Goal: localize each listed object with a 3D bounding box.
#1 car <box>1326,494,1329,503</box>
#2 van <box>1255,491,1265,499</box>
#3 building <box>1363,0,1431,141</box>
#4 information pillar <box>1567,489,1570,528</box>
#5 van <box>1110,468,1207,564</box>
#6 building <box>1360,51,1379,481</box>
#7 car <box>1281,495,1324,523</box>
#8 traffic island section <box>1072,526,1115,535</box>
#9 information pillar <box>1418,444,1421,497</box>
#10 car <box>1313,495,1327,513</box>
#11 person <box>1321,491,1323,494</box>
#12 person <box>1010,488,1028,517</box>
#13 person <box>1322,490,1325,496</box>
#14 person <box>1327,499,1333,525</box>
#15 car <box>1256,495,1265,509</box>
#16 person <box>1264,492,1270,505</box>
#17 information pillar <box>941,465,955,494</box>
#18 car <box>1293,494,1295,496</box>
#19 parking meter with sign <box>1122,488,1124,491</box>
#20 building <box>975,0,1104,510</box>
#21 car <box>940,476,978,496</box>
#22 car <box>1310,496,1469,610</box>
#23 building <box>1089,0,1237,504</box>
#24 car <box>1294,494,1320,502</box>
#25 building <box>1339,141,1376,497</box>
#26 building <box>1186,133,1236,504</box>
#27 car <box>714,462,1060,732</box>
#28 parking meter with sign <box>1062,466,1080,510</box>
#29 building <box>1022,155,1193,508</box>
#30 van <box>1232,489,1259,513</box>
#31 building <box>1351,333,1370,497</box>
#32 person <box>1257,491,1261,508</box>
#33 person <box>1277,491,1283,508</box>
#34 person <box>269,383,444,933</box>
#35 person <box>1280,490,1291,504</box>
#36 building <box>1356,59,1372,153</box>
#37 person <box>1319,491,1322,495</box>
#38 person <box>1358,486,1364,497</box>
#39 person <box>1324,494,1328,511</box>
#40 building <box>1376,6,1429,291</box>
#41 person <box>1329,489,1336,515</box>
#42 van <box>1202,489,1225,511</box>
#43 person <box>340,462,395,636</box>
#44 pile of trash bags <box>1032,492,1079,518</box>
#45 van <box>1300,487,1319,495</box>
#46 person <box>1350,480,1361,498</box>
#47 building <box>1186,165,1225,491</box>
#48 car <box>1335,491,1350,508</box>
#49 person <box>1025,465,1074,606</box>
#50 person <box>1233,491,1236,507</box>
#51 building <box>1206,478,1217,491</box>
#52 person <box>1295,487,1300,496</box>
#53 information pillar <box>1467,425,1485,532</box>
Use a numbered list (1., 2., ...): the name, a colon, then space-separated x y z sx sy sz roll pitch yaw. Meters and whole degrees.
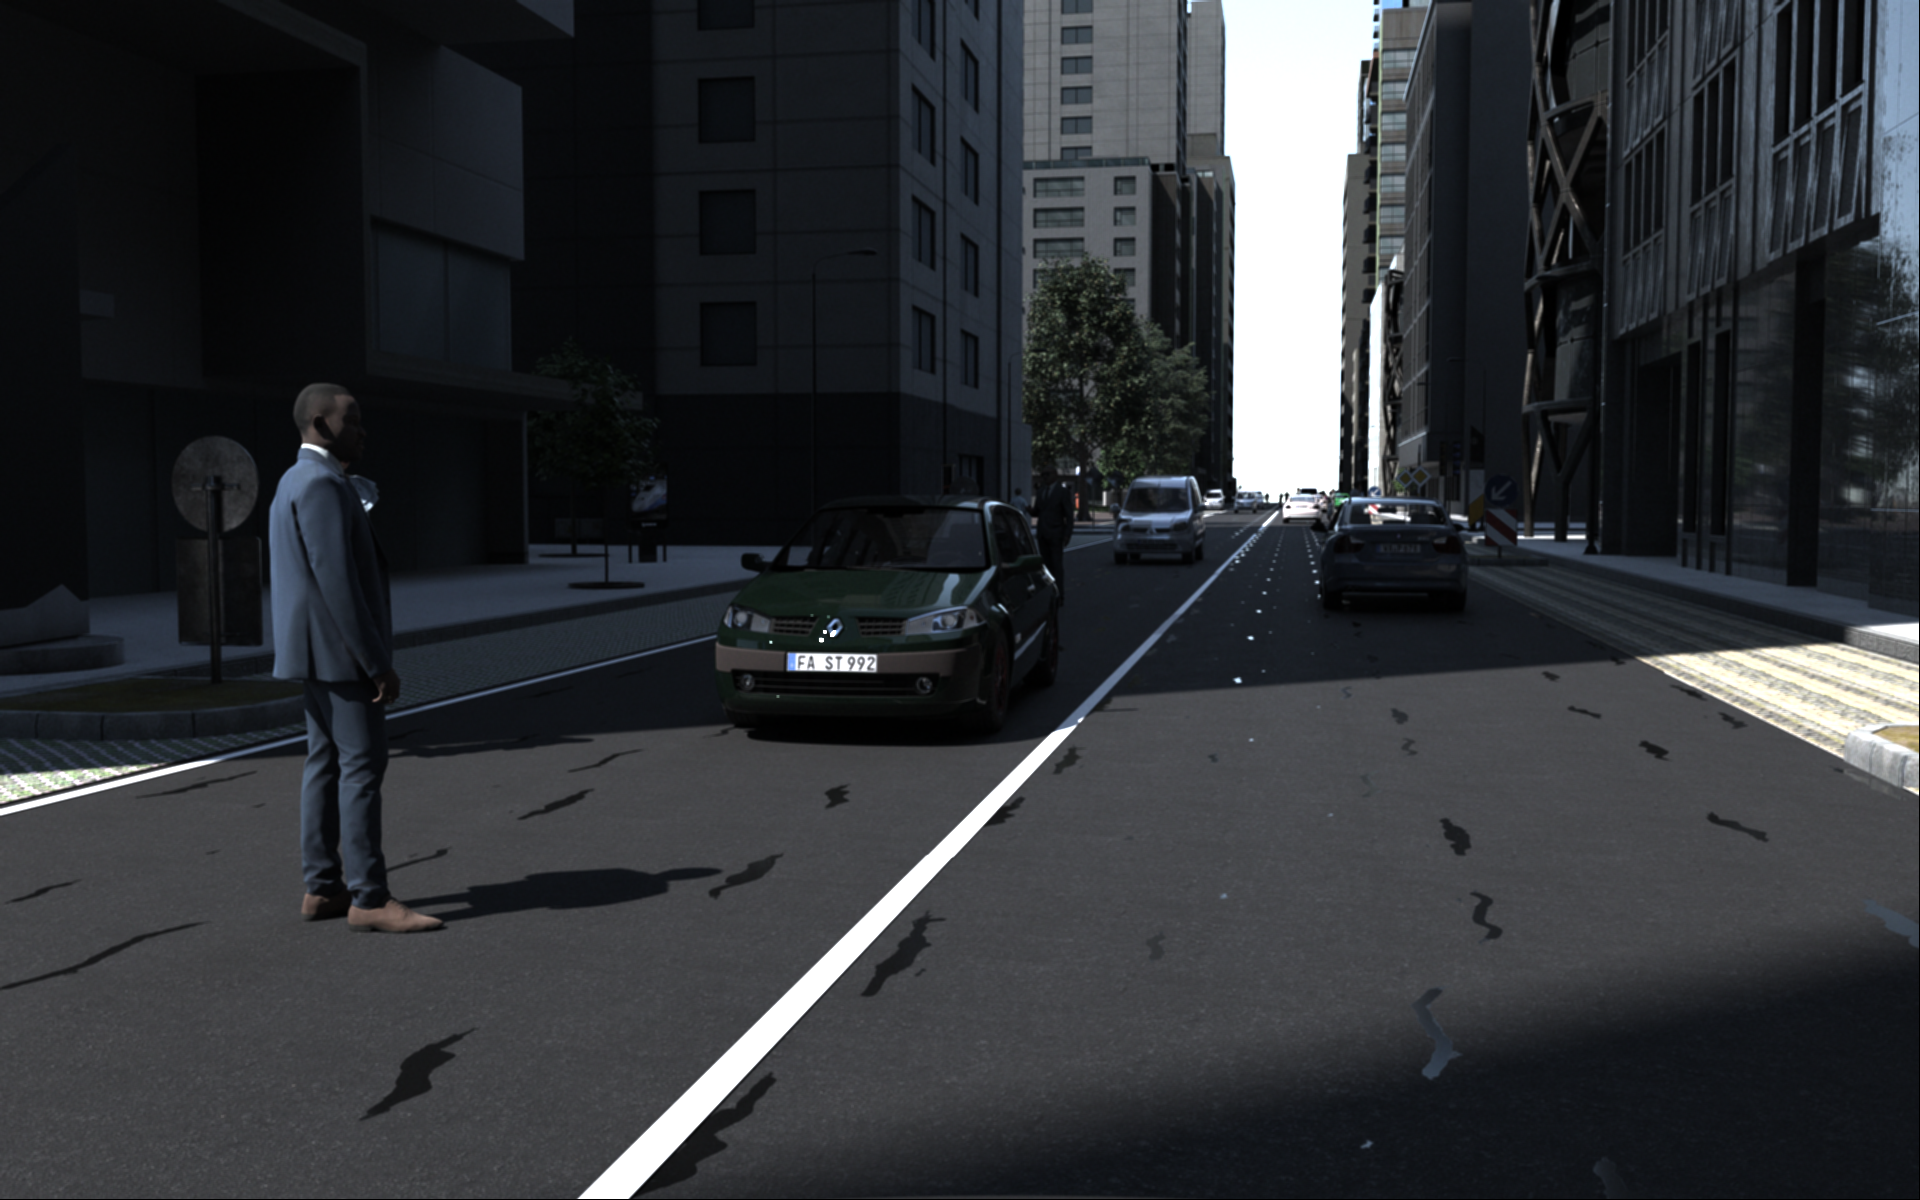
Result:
1. car: 53.500 -14.993 254.914 2.009 1.686 4.222 1 4 11
2. van: 35.811 -12.358 209.062 2.013 2.044 4.112 1 4 12
3. building: 68.944 -57.780 257.369 22.319 86.520 31.000 1 4 11
4. information pillar: 22.908 -3.741 65.662 0.304 2.012 0.304 -3 5 -40
5. van: 4.275 -1.826 36.859 2.013 2.044 4.112 1 4 12
6. building: 50.778 -31.457 168.941 22.147 44.769 28.867 1 4 11
7. car: 16.947 -4.487 85.725 2.083 1.381 4.827 1 4 12
8. traffic island section: 4.729 -2.410 61.686 2.009 0.180 2.903 1 4 11
9. information pillar: 21.580 -5.509 81.420 0.183 3.616 0.504 1 4 18
10. car: 27.327 -7.414 133.582 2.083 1.381 4.827 1 4 9
11. person: 43.044 -12.068 206.345 0.617 1.759 0.750 3 4 37
12. person: 1.612 -2.321 48.255 0.589 1.601 0.330 1 4 10
13. person: 33.835 -9.352 161.391 0.705 1.826 1.348 0 4 -5
14. person: 17.029 -4.030 79.402 0.382 1.210 0.505 -1 4 -12
15. car: 28.373 -9.453 166.924 2.083 1.381 4.827 1 4 10
16. person: 40.467 -13.406 228.237 0.990 1.755 0.434 3 5 43
17. information pillar: -0.291 -2.370 43.246 0.304 2.012 0.304 0 4 8
18. car: 36.122 -10.723 184.113 1.959 1.807 4.718 1 4 10
19. parking meter with sign: 13.093 -8.845 140.882 1.738 3.016 0.543 0 4 -6
20. building: 13.674 -44.646 168.208 20.563 71.187 20.611 1 4 11
21. car: -0.356 -0.573 19.162 2.009 1.686 4.222 1 4 13
22. car: 5.634 -0.659 22.784 2.014 1.417 4.499 1 4 11
23. building: 31.026 -50.133 257.928 20.563 71.187 20.611 1 4 11
24. car: 22.965 -6.360 115.787 2.131 1.459 4.920 1 4 11
25. building: 62.280 -37.226 232.341 21.300 48.544 21.600 1 4 11
26. building: 26.477 -37.539 237.463 21.300 48.544 21.600 1 4 11
27. car: -0.360 -0.122 11.787 2.009 1.686 4.222 1 4 10
28. parking meter with sign: 6.771 -6.880 108.744 1.738 3.016 0.543 -2 4 -30
29. building: 12.872 -23.244 151.742 14.160 30.474 14.107 1 4 11
30. van: 21.770 -7.645 132.003 2.013 2.044 4.112 1 4 11
31. building: 59.343 -21.549 197.362 27.650 21.520 28.899 1 4 11
32. person: 30.796 -10.377 178.879 0.721 1.743 1.217 -1 4 -19
33. person: 32.921 -10.343 178.411 0.742 1.727 0.445 2 4 25
34. person: -2.082 0.177 5.791 0.419 1.800 0.721 -3 5 -40
35. person: 32.972 -10.167 174.758 1.348 1.821 0.705 1 4 22
36. building: 73.054 -51.684 283.278 20.563 71.187 20.611 1 4 11
37. person: 40.715 -11.430 196.054 0.621 1.740 0.551 2 4 35
38. person: 15.723 -3.635 68.197 0.793 1.790 0.793 0 4 7
39. person: 31.857 -8.488 150.499 0.599 1.433 0.991 3 4 36
40. building: 42.867 -28.449 148.741 14.154 41.232 14.086 1 4 11
41. person: 25.472 -6.720 118.545 0.466 1.800 0.511 -1 4 -18
42. van: 21.791 -8.670 148.765 2.013 2.044 4.112 1 4 10
43. person: -3.408 -0.048 9.385 0.616 1.811 0.778 -3 4 -38
44. pile of trash bags: 5.492 -5.141 93.800 1.912 1.369 3.447 -3 5 -45
45. van: 35.611 -10.558 177.007 2.240 2.365 5.245 1 4 10
46. person: 11.719 -2.657 51.783 0.795 1.843 0.661 1 4 14
47. building: 24.622 -32.214 210.285 14.154 41.232 14.086 1 4 11
48. car: 34.223 -8.976 155.550 1.959 1.807 4.718 1 4 11
49. person: 1.129 -0.830 22.240 0.661 1.801 0.590 3 4 39
50. person: 30.388 -11.193 191.520 0.705 1.822 1.348 1 4 16
51. building: 12.311 -30.643 192.900 32.217 40.220 23.993 1 4 11
52. person: 18.916 -5.387 96.679 0.767 1.812 0.694 0 4 -2
53. information pillar: 17.384 -4.094 58.299 0.504 3.616 0.183 1 4 21
